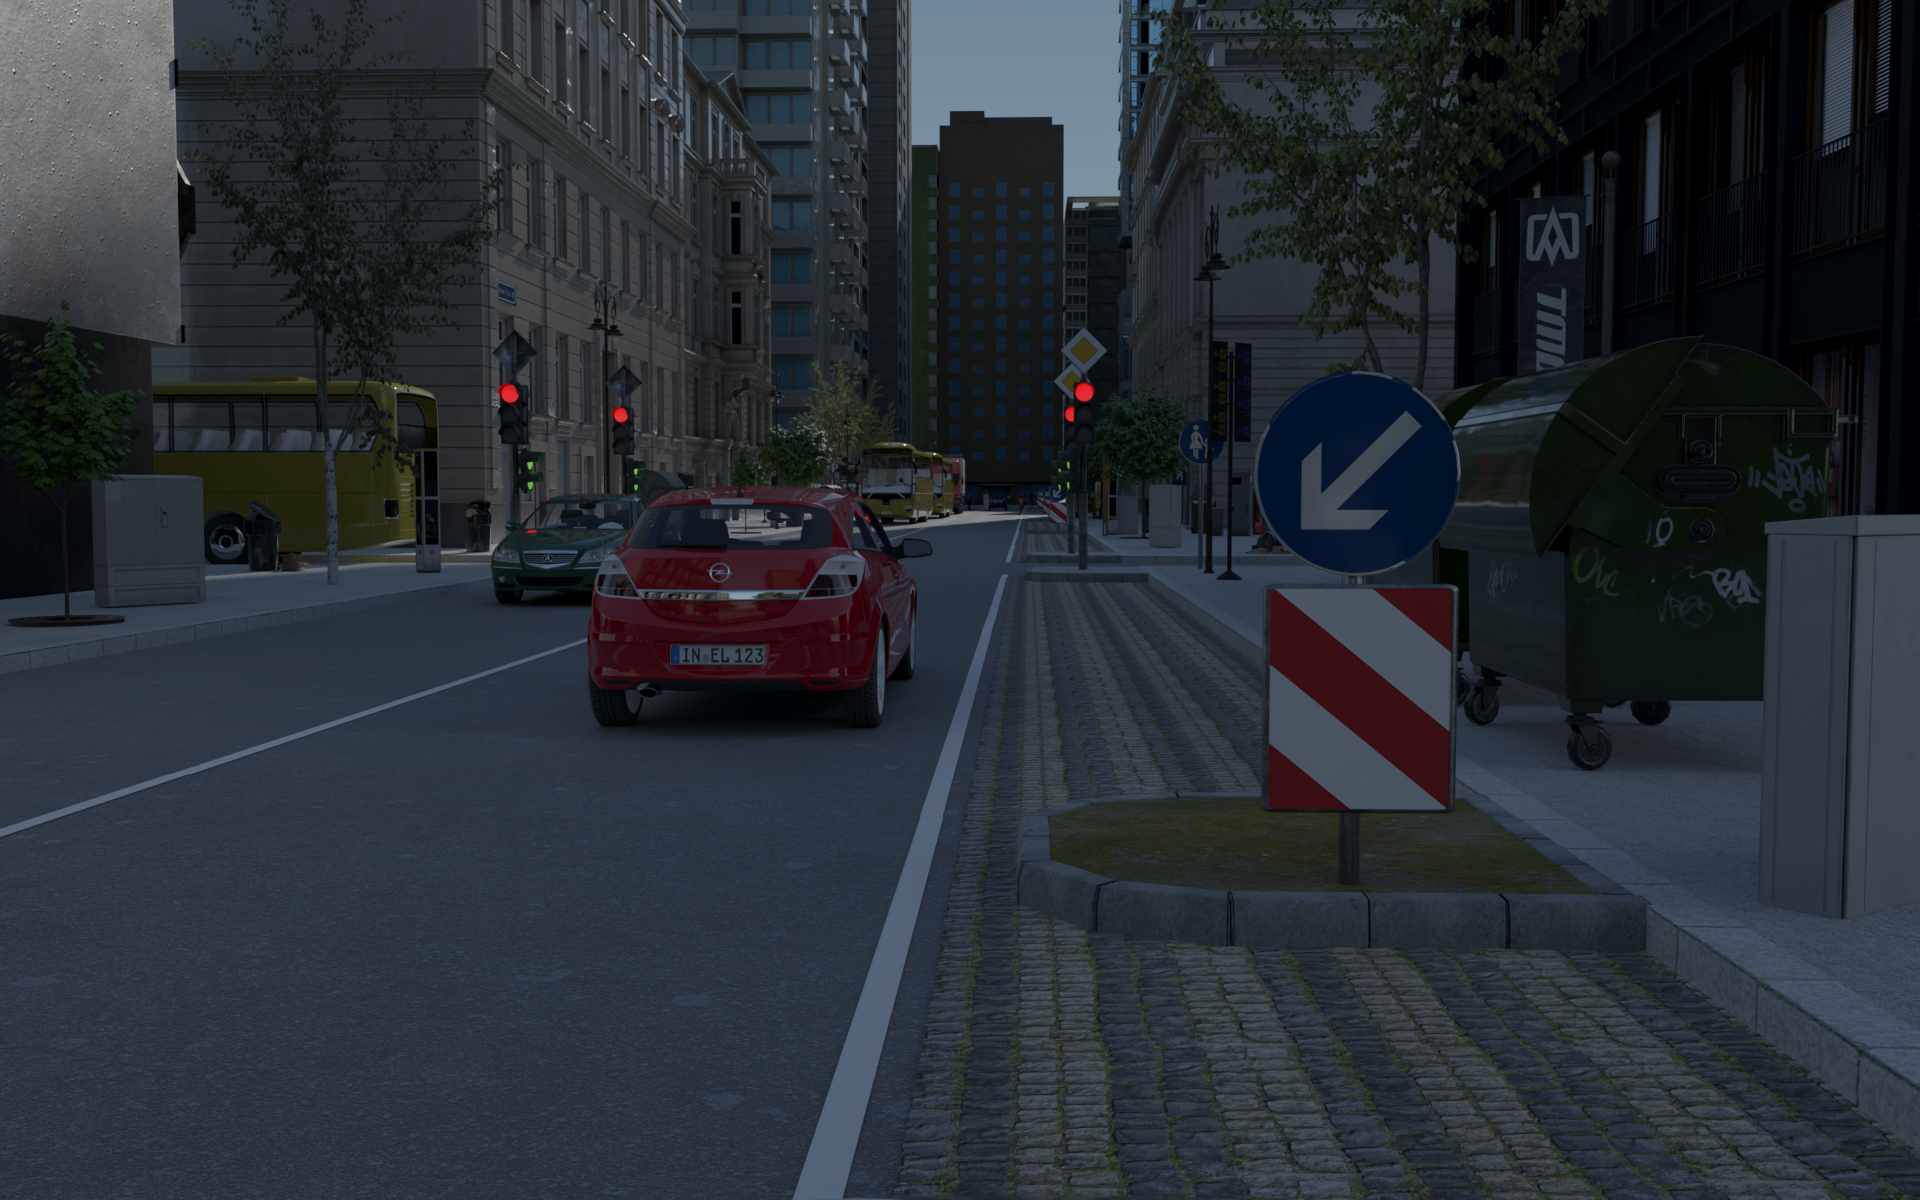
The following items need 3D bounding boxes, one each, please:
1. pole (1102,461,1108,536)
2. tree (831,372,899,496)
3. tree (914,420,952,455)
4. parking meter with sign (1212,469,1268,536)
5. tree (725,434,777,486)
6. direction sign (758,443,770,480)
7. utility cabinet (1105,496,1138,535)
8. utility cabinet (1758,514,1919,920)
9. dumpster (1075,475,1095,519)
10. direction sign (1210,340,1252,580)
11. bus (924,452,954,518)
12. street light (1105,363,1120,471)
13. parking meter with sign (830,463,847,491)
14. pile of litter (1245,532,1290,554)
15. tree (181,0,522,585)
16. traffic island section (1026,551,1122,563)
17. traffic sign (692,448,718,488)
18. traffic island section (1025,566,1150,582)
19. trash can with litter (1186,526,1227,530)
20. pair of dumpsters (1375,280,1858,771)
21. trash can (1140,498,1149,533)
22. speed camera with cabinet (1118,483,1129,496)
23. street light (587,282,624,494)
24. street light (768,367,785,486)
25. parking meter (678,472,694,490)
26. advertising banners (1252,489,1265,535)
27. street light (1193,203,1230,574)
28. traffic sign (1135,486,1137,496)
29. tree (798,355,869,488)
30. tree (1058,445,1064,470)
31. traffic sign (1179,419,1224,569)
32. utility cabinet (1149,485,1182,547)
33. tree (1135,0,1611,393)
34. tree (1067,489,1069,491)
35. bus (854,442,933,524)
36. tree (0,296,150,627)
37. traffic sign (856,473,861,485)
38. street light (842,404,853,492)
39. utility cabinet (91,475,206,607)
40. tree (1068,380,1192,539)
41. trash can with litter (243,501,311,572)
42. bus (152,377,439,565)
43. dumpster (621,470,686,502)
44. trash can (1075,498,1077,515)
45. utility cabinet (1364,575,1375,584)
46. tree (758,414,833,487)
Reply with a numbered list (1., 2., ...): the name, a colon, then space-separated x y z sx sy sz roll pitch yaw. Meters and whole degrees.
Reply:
1. pole: 4.424 -3.598 52.673 0.158 3.312 0.155 0 3 0
2. tree: -5.858 -9.480 105.362 4.737 8.622 4.395 0 3 0
3. tree: -2.606 -13.562 172.103 4.737 8.622 4.395 0 3 0
4. parking meter with sign: 8.526 -3.456 52.771 1.738 3.016 0.543 1 4 19
5. tree: -6.964 -3.758 56.046 1.663 3.219 1.824 0 3 0
6. direction sign: -8.710 -5.209 77.158 0.379 3.537 0.876 -3 5 -42
7. utility cabinet: 5.099 -2.660 54.655 1.020 1.237 0.306 0 4 1
8. utility cabinet: 2.986 0.341 5.583 1.020 1.237 0.306 -2 4 -35
9. dumpster: 6.632 -5.377 90.411 1.502 2.255 1.985 0 4 2
10. direction sign: 4.039 -2.072 25.879 0.876 3.537 0.379 -3 5 -40
11. bus: -1.934 -6.942 105.045 2.896 3.916 12.252 0 4 2
12. street light: 5.368 -5.389 60.905 0.468 5.910 1.993 0 4 2
13. parking meter with sign: -6.556 -6.094 95.906 0.543 3.016 1.738 -2 4 -32
14. pile of litter: 7.065 -1.437 37.468 1.719 0.858 1.176 1 4 16
15. tree: -8.638 -4.518 24.237 4.360 8.622 3.978 0 3 0
16. traffic island section: 2.424 -0.921 37.347 2.009 0.180 2.903 0 4 2
17. traffic sign: -7.131 -2.954 48.398 0.768 2.556 0.104 1 4 8
18. traffic island section: 2.108 -0.433 29.368 2.009 0.180 2.903 0 4 2
19. trash can with litter: 8.710 -3.149 62.547 1.678 1.210 2.233 0 4 1
20. pair of dumpsters: 3.412 -0.457 9.963 1.574 2.255 4.437 0 4 2
21. trash can: 6.312 -2.787 57.223 0.748 1.137 0.748 0 3 0
22. speed camera with cabinet: 7.202 -5.199 79.334 0.660 3.252 2.038 1 4 21
23. street light: -7.715 -3.980 37.865 0.468 5.910 1.993 0 4 2
24. street light: -6.688 -5.531 63.216 0.468 5.910 1.993 0 4 2
25. parking meter: -7.106 -2.401 44.975 0.399 1.863 0.255 3 4 37
26. advertising banners: 9.316 -3.539 54.055 2.074 3.025 0.090 -2 4 -32
27. street light: 4.030 -3.369 27.872 0.468 5.910 1.993 0 4 2
28. traffic sign: 5.616 -3.374 55.271 0.768 2.556 0.104 1 4 10
29. tree: -6.841 -8.675 92.193 4.360 8.622 3.978 0 3 0
30. tree: 6.821 -6.834 95.445 4.285 4.588 4.351 0 3 0
31. traffic sign: 4.120 -1.804 29.608 0.768 2.556 0.104 0 4 8
32. utility cabinet: 4.936 -2.013 41.585 0.318 1.500 1.173 -1 4 -19
33. tree: 4.151 -4.055 16.661 4.737 8.622 4.395 0 3 0
34. tree: 9.067 -8.712 137.039 1.663 3.219 1.824 0 3 0
35. bus: -3.042 -5.757 85.680 2.896 3.916 12.252 0 4 4
36. tree: -8.755 -1.371 17.011 1.663 3.219 1.824 0 3 0
37. traffic sign: -5.680 -6.181 101.163 0.768 2.556 0.104 1 4 8
38. street light: -5.757 -7.082 88.571 0.468 5.910 1.993 0 4 2
39. utility cabinet: -9.302 -0.686 19.895 0.318 1.500 1.173 2 4 35
40. tree: 5.312 -4.056 50.029 4.285 4.588 4.351 0 3 0
41. trash can with litter: -11.385 -1.072 28.910 1.055 1.170 0.624 0 4 4
42. bus: -16.638 -2.593 33.942 12.252 3.916 2.896 0 4 2
43. dumpster: -7.461 -2.226 42.147 1.264 1.857 1.865 0 4 2
44. trash can: 6.959 -5.472 101.115 0.748 1.137 0.748 0 3 0
45. utility cabinet: 5.434 -0.814 21.983 1.173 1.500 0.318 -3 4 -38
46. tree: -6.756 -5.377 71.629 4.285 4.588 4.351 0 3 0
